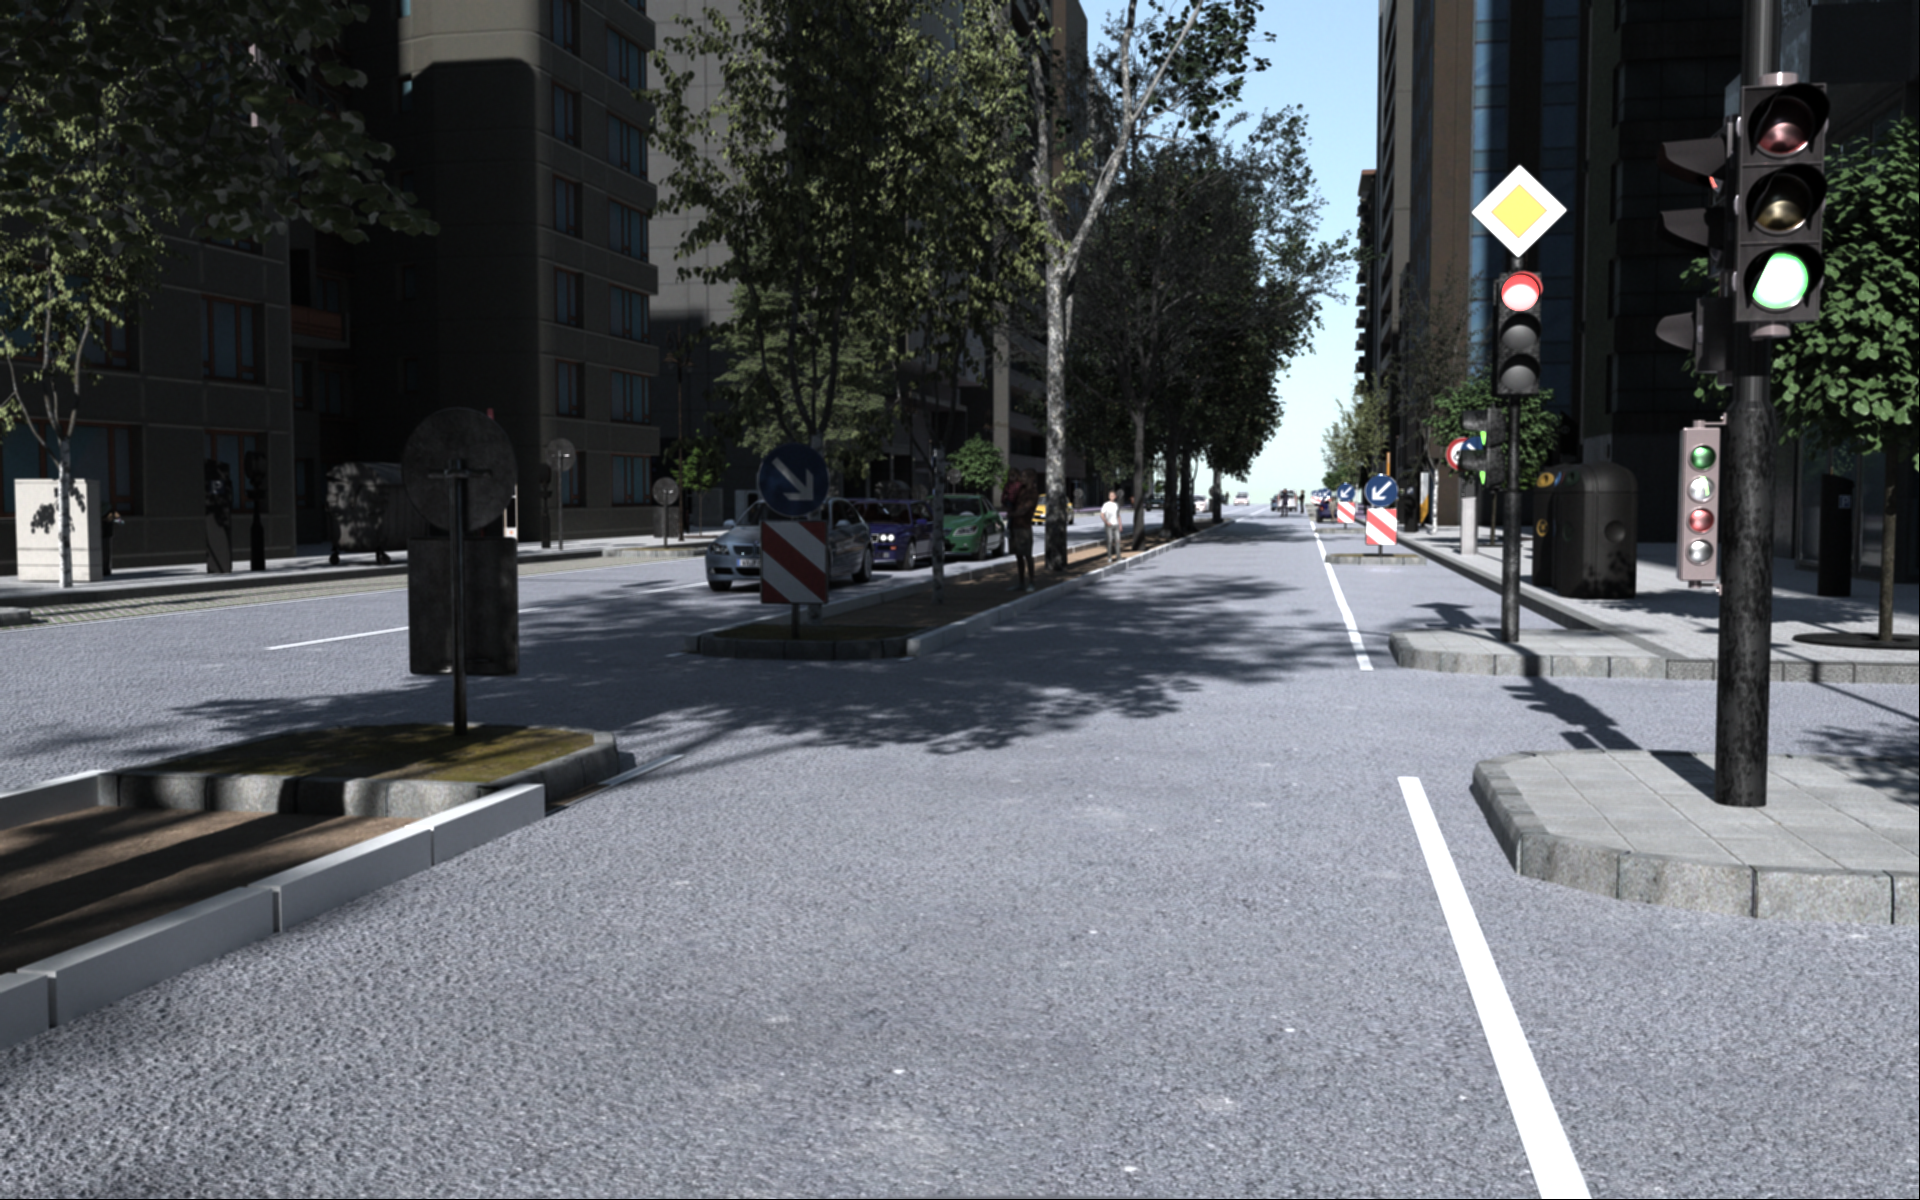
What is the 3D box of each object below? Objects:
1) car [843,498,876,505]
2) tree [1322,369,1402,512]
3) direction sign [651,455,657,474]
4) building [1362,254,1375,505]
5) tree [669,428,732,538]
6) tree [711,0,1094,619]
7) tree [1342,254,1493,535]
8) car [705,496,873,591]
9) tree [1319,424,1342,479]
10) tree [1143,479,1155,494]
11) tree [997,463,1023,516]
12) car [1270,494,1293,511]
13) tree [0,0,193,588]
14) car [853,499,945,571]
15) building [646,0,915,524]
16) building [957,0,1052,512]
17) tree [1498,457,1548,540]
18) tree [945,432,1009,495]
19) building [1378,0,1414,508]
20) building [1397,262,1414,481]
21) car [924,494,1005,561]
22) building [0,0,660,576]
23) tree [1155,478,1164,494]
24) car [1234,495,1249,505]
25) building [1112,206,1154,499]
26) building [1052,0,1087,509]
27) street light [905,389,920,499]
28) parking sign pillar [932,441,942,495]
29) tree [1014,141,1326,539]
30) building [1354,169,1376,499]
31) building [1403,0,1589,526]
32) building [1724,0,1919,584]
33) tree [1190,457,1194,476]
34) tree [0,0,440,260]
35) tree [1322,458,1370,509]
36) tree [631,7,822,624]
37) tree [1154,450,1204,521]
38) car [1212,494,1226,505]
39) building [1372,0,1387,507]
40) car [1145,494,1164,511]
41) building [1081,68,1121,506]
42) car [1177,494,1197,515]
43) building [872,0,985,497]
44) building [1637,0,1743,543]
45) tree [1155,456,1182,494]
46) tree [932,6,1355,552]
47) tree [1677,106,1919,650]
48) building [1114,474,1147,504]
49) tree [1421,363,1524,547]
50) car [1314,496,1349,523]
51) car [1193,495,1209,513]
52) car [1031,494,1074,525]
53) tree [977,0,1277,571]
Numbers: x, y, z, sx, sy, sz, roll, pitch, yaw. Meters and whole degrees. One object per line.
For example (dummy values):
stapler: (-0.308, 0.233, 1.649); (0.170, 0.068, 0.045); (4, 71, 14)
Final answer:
car: (-2.925, -1.955, 44.548); (1.945, 1.354, 3.894); (1, 4, 11)
tree: (23.860, -9.206, 100.876); (4.737, 8.622, 4.395); (0, 3, 0)
direction sign: (-12.286, -4.630, 67.694); (0.876, 3.537, 0.379); (0, 4, -6)
building: (55.600, -26.665, 207.670); (14.160, 30.474, 14.107); (1, 4, 11)
tree: (-7.664, -3.440, 50.851); (1.663, 3.219, 1.824); (0, 3, 0)
tree: (-0.278, -4.255, 22.391); (4.737, 8.622, 4.395); (0, 3, 0)
tree: (15.050, -6.352, 54.210); (4.360, 8.622, 3.978); (0, 3, 0)
car: (-2.554, -0.916, 26.977); (2.014, 1.417, 4.499); (1, 4, 10)
tree: (38.427, -13.728, 174.812); (4.360, 8.622, 3.978); (0, 3, 0)
tree: (19.269, -11.618, 184.562); (1.663, 3.219, 1.824); (0, 3, 0)
tree: (2.788, -6.664, 103.552); (1.663, 3.219, 1.824); (0, 3, 0)
car: (27.479, -8.305, 147.790); (2.014, 1.417, 4.499); (1, 4, 12)
tree: (-12.415, -4.488, 23.746); (4.737, 8.622, 4.395); (0, 3, 0)
car: (-1.469, -1.292, 33.712); (1.945, 1.354, 3.894); (1, 4, 12)
building: (-13.148, -39.444, 83.163); (20.563, 71.187, 20.611); (1, 4, 11)
building: (-5.027, -31.136, 132.767); (21.300, 48.544, 21.600); (1, 4, 11)
tree: (15.629, -3.290, 48.399); (1.663, 3.219, 1.824); (0, 3, 0)
tree: (1.016, -6.529, 90.461); (4.285, 4.588, 4.351); (0, 3, 0)
building: (46.944, -31.937, 145.877); (21.300, 48.544, 21.600); (1, 4, 11)
building: (45.735, -16.894, 121.255); (27.650, 21.520, 28.899); (1, 4, 11)
car: (-0.125, -1.634, 38.515); (2.131, 1.459, 4.920); (1, 4, 10)
building: (-25.818, -12.085, 42.636); (27.650, 21.520, 28.899); (1, 4, 11)
tree: (24.145, -13.247, 211.186); (1.663, 3.219, 1.824); (0, 3, 0)
car: (36.802, -13.083, 226.271); (2.083, 1.381, 4.827); (1, 4, 12)
building: (19.408, -34.026, 239.912); (14.154, 41.232, 14.086); (1, 4, 11)
building: (3.185, -30.541, 149.463); (14.600, 45.320, 14.200); (1, 4, 11)
street light: (-2.122, -6.263, 75.189); (0.468, 5.910, 1.993); (1, 4, 11)
parking sign pillar: (-1.136, -6.047, 87.337); (1.447, 3.967, 1.447); (0, 4, 4)
tree: (6.806, -8.321, 55.508); (9.611, 12.733, 9.660); (0, 3, 0)
building: (63.379, -35.042, 227.566); (22.147, 44.769, 28.867); (1, 4, 11)
building: (26.819, -25.903, 73.621); (14.600, 45.320, 14.200); (1, 4, 11)
building: (27.893, -24.807, 25.210); (30.456, 49.044, 23.786); (1, 4, 11)
tree: (30.667, -17.880, 242.694); (4.360, 8.622, 3.978); (0, 3, 0)
tree: (-3.311, -5.132, 4.495); (7.486, 12.596, 7.792); (0, 3, 0)
tree: (34.763, -10.367, 153.216); (4.285, 4.588, 4.351); (0, 3, 0)
tree: (-1.434, -3.933, 17.124); (4.737, 8.622, 4.395); (0, 3, 0)
tree: (10.052, -7.481, 75.135); (4.737, 8.622, 4.395); (0, 3, 0)
car: (35.381, -13.850, 236.226); (2.009, 1.686, 4.222); (1, 4, 10)
building: (55.241, -39.349, 185.360); (21.231, 58.520, 28.212); (1, 4, 11)
car: (16.491, -8.268, 144.968); (2.009, 1.686, 4.222); (1, 4, 10)
building: (6.059, -35.167, 194.596); (23.786, 49.044, 30.456); (1, 4, 11)
car: (15.539, -6.782, 120.667); (2.009, 1.686, 4.222); (1, 4, 9)
building: (-13.510, -31.810, 109.333); (28.713, 52.752, 27.495); (1, 4, 11)
building: (25.420, -17.041, 50.326); (14.160, 30.474, 14.107); (1, 4, 11)
tree: (27.267, -16.989, 228.130); (4.360, 8.622, 3.978); (0, 3, 0)
tree: (4.468, -7.965, 43.062); (12.009, 13.543, 11.850); (0, 3, 0)
tree: (8.022, -1.897, 14.722); (4.285, 4.588, 4.351); (0, 3, 0)
building: (7.360, -32.442, 222.304); (32.217, 40.220, 23.993); (1, 4, 11)
tree: (13.040, -3.598, 42.534); (4.285, 4.588, 4.351); (0, 3, 0)
car: (18.760, -4.537, 86.764); (1.945, 1.354, 3.894); (1, 4, 10)
car: (18.173, -7.411, 133.529); (2.083, 1.381, 4.827); (1, 4, 13)
car: (4.241, -4.270, 80.044); (2.015, 1.641, 3.980); (1, 4, 10)
tree: (2.816, -10.533, 30.559); (12.611, 20.169, 13.585); (0, 3, 0)
